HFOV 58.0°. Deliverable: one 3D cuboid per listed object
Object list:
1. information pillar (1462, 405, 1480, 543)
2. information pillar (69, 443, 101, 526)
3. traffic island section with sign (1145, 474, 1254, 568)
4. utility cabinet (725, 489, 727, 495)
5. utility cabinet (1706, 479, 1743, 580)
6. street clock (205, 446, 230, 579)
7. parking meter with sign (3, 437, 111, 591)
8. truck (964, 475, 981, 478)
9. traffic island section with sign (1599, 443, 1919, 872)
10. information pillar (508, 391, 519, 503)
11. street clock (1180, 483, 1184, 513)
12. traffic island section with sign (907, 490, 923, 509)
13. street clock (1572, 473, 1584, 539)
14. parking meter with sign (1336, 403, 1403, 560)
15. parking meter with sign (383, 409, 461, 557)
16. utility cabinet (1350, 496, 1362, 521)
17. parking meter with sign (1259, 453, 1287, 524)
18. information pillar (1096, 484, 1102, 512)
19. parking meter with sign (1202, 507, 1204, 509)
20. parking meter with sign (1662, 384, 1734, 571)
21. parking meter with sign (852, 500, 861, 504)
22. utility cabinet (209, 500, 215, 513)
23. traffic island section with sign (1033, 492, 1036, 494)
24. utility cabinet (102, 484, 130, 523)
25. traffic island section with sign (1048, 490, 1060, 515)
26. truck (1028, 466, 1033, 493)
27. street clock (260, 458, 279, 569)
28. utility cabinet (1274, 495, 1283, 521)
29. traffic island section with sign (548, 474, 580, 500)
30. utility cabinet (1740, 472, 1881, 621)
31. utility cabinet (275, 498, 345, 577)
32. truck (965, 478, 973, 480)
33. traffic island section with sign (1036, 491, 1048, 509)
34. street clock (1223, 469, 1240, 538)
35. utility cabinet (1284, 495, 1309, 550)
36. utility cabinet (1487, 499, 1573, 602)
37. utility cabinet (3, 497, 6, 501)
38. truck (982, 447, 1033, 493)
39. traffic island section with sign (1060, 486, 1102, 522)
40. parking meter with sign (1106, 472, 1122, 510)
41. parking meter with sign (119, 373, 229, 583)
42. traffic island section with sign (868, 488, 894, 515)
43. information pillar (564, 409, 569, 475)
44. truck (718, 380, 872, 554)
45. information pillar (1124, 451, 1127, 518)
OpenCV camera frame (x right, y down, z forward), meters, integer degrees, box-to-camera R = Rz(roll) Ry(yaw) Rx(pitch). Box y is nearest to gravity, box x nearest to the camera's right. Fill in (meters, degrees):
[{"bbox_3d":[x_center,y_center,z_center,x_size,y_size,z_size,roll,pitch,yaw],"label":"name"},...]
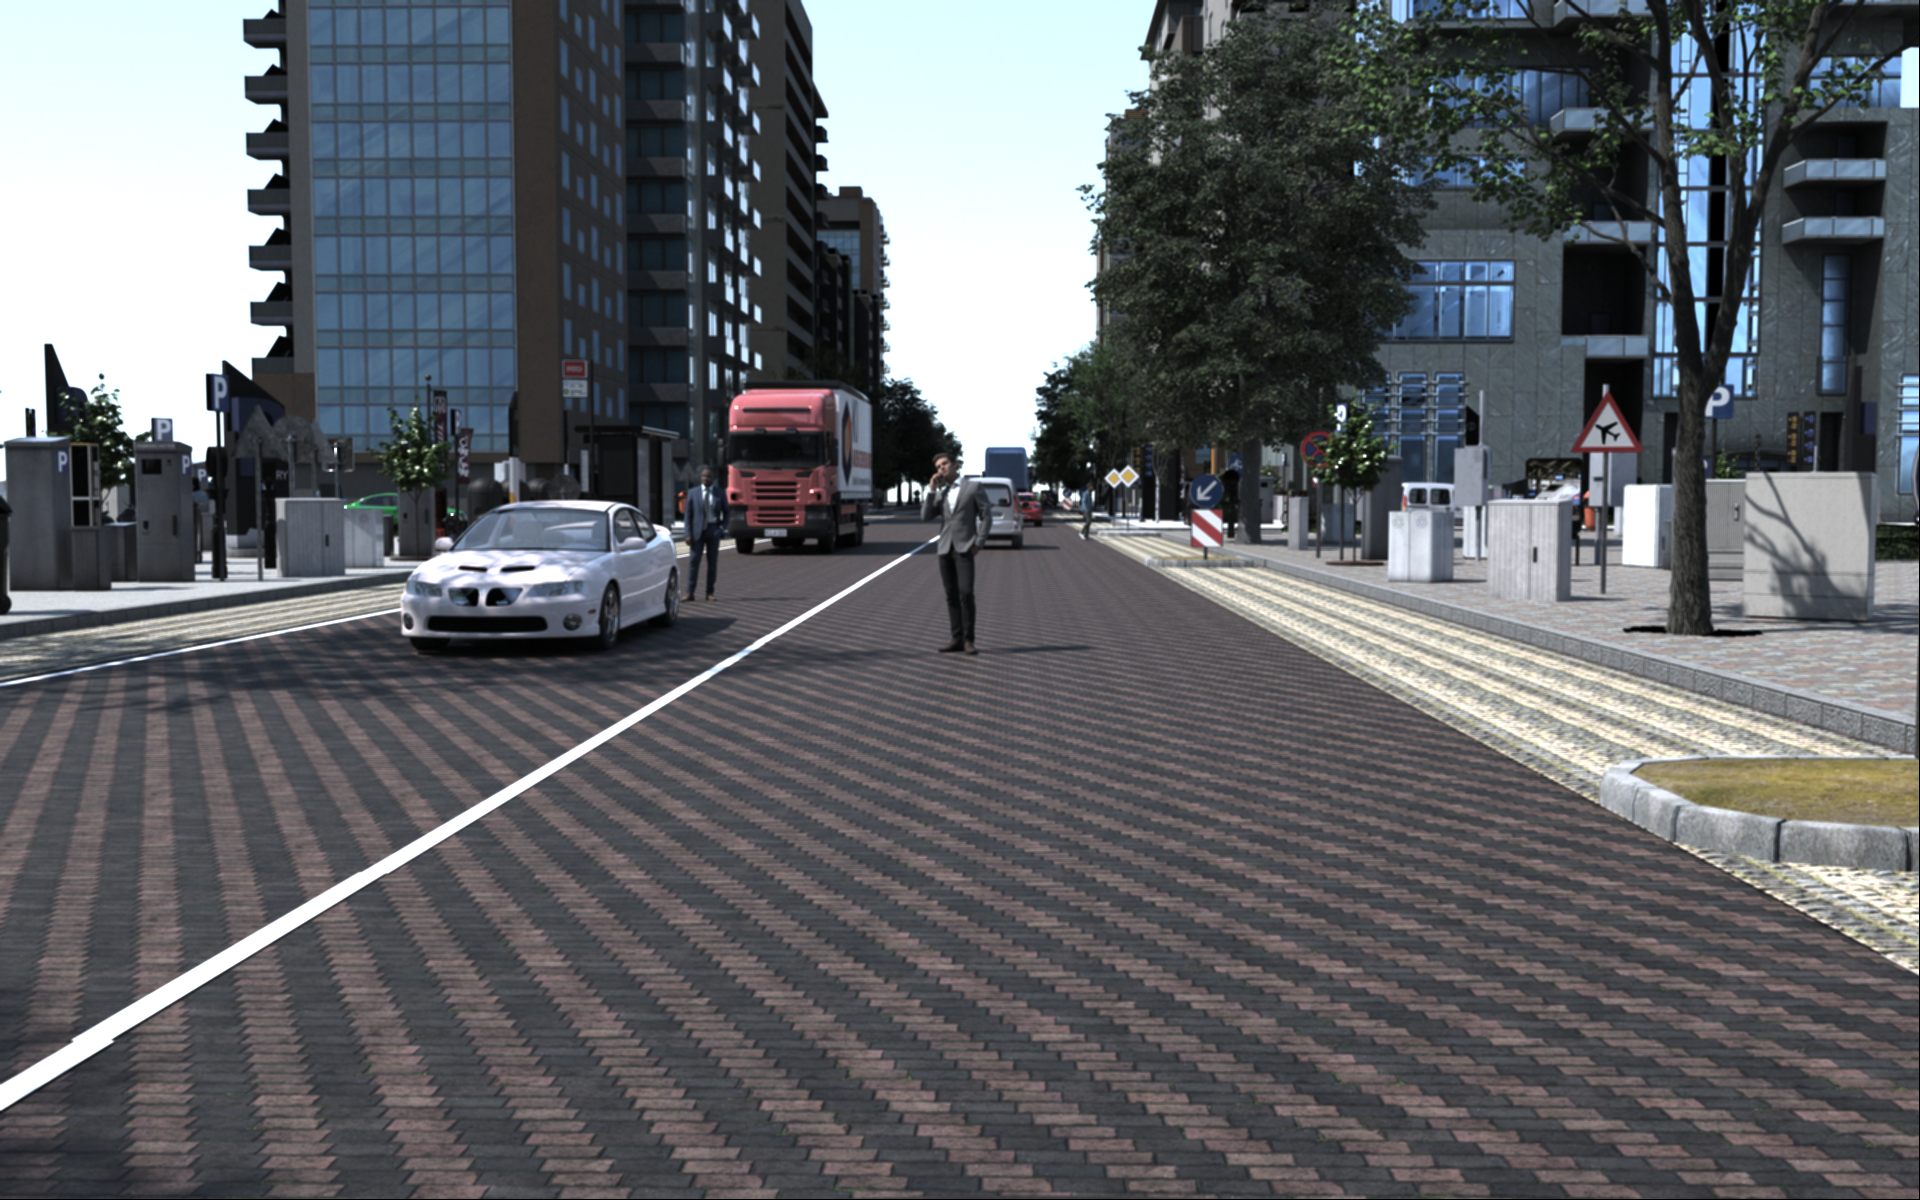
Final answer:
[{"bbox_3d":[13.502,-3.314,45.547,0.504,3.616,0.183,0,4,3],"label":"information pillar"},{"bbox_3d":[-12.710,-1.266,25.184,0.304,2.012,0.304,0,4,-4],"label":"information pillar"},{"bbox_3d":[4.703,-1.576,34.397,1.989,1.847,2.006,0,4,2],"label":"traffic island section with sign"},{"bbox_3d":[-9.872,-4.199,77.330,1.173,1.500,0.318,0,4,-1],"label":"utility cabinet"},{"bbox_3d":[11.367,-1.039,25.667,1.173,1.500,0.318,1,4,15],"label":"utility cabinet"},{"bbox_3d":[-11.260,-1.328,26.281,0.358,2.002,0.471,-2,4,-35],"label":"street clock"},{"bbox_3d":[-12.204,-1.631,22.925,1.738,3.016,0.543,0,4,0],"label":"parking meter with sign"},{"bbox_3d":[1.794,-16.043,251.215,2.839,4.237,11.283,0,4,1],"label":"truck"},{"bbox_3d":[3.919,0.072,7.453,1.989,1.847,2.006,0,4,2],"label":"traffic island section with sign"},{"bbox_3d":[-10.066,-2.921,39.119,0.183,3.616,0.504,0,4,2],"label":"information pillar"},{"bbox_3d":[14.977,-6.938,118.007,0.358,2.002,0.471,-3,5,-42],"label":"street clock"},{"bbox_3d":[-4.072,-9.649,166.384,1.989,1.847,2.006,0,4,2],"label":"traffic island section with sign"},{"bbox_3d":[17.443,-2.727,49.150,0.471,2.002,0.358,2,4,24],"label":"street clock"},{"bbox_3d":[8.206,-2.283,33.591,1.738,3.016,0.543,-1,4,-9],"label":"parking meter with sign"},{"bbox_3d":[-11.174,-2.405,35.575,1.738,3.016,0.543,0,4,-4],"label":"parking meter with sign"},{"bbox_3d":[16.351,-3.612,70.215,1.020,1.237,0.306,0,4,-1],"label":"utility cabinet"},{"bbox_3d":[12.999,-4.748,73.884,1.738,3.016,0.543,0,4,0],"label":"parking meter with sign"},{"bbox_3d":[9.732,-7.160,121.561,0.304,2.012,0.304,-2,4,-27],"label":"information pillar"},{"bbox_3d":[15.803,-6.759,106.776,1.738,3.016,0.543,1,4,14],"label":"parking meter with sign"},{"bbox_3d":[12.035,-1.968,28.440,0.543,3.016,1.738,0,4,2],"label":"parking meter with sign"},{"bbox_3d":[-7.939,-8.188,130.142,0.543,3.016,1.738,2,4,29],"label":"parking meter with sign"},{"bbox_3d":[-25.529,-2.923,58.960,0.306,1.237,1.020,-2,4,-32],"label":"utility cabinet"},{"bbox_3d":[9.332,-11.280,193.047,1.989,1.847,2.006,0,4,2],"label":"traffic island section with sign"},{"bbox_3d":[-19.248,-1.872,39.289,1.173,1.500,0.318,3,5,39],"label":"utility cabinet"},{"bbox_3d":[7.111,-6.623,116.907,1.989,1.847,2.006,0,4,2],"label":"traffic island section with sign"},{"bbox_3d":[6.145,-11.688,180.008,2.839,4.237,11.283,0,4,0],"label":"truck"},{"bbox_3d":[-11.881,-1.542,29.782,0.358,2.002,0.471,-2,4,-25],"label":"street clock"},{"bbox_3d":[15.714,-4.408,83.235,0.306,1.237,1.020,-3,4,-36],"label":"utility cabinet"},{"bbox_3d":[-7.932,-1.571,34.322,1.989,1.847,2.006,0,4,2],"label":"traffic island section with sign"},{"bbox_3d":[8.670,-0.551,17.682,1.173,1.500,0.318,3,5,39],"label":"utility cabinet"},{"bbox_3d":[-10.153,-0.975,27.105,0.306,1.237,1.020,3,4,37],"label":"utility cabinet"},{"bbox_3d":[1.258,-12.924,207.225,3.469,3.379,9.791,0,4,1],"label":"truck"},{"bbox_3d":[8.537,-9.632,166.104,1.989,1.847,2.006,0,4,2],"label":"traffic island section with sign"},{"bbox_3d":[7.905,-2.806,50.447,0.471,2.002,0.358,1,4,19],"label":"street clock"},{"bbox_3d":[7.787,-1.758,39.902,0.306,1.237,1.020,1,4,22],"label":"utility cabinet"},{"bbox_3d":[6.909,-0.605,21.051,0.306,1.237,1.020,-3,4,-36],"label":"utility cabinet"},{"bbox_3d":[-19.572,-1.531,36.198,0.306,1.237,1.020,0,4,1],"label":"utility cabinet"},{"bbox_3d":[2.243,-6.269,92.264,2.967,4.110,18.799,0,4,3],"label":"truck"},{"bbox_3d":[6.292,-4.928,89.204,1.989,1.847,2.006,0,4,2],"label":"traffic island section with sign"},{"bbox_3d":[11.997,-8.462,134.610,0.543,3.016,1.738,-2,4,-34],"label":"parking meter with sign"},{"bbox_3d":[-11.599,-1.772,25.240,1.738,3.016,0.543,0,4,2],"label":"parking meter with sign"},{"bbox_3d":[-5.510,-6.639,117.175,1.989,1.847,2.006,0,4,2],"label":"traffic island section with sign"},{"bbox_3d":[-10.956,-3.478,48.224,0.183,3.616,0.504,-1,4,-9],"label":"information pillar"},{"bbox_3d":[-4.047,-3.436,45.092,2.839,4.237,11.283,0,4,3],"label":"truck"},{"bbox_3d":[9.032,-6.332,94.874,0.183,3.616,0.504,0,4,1],"label":"information pillar"}]
